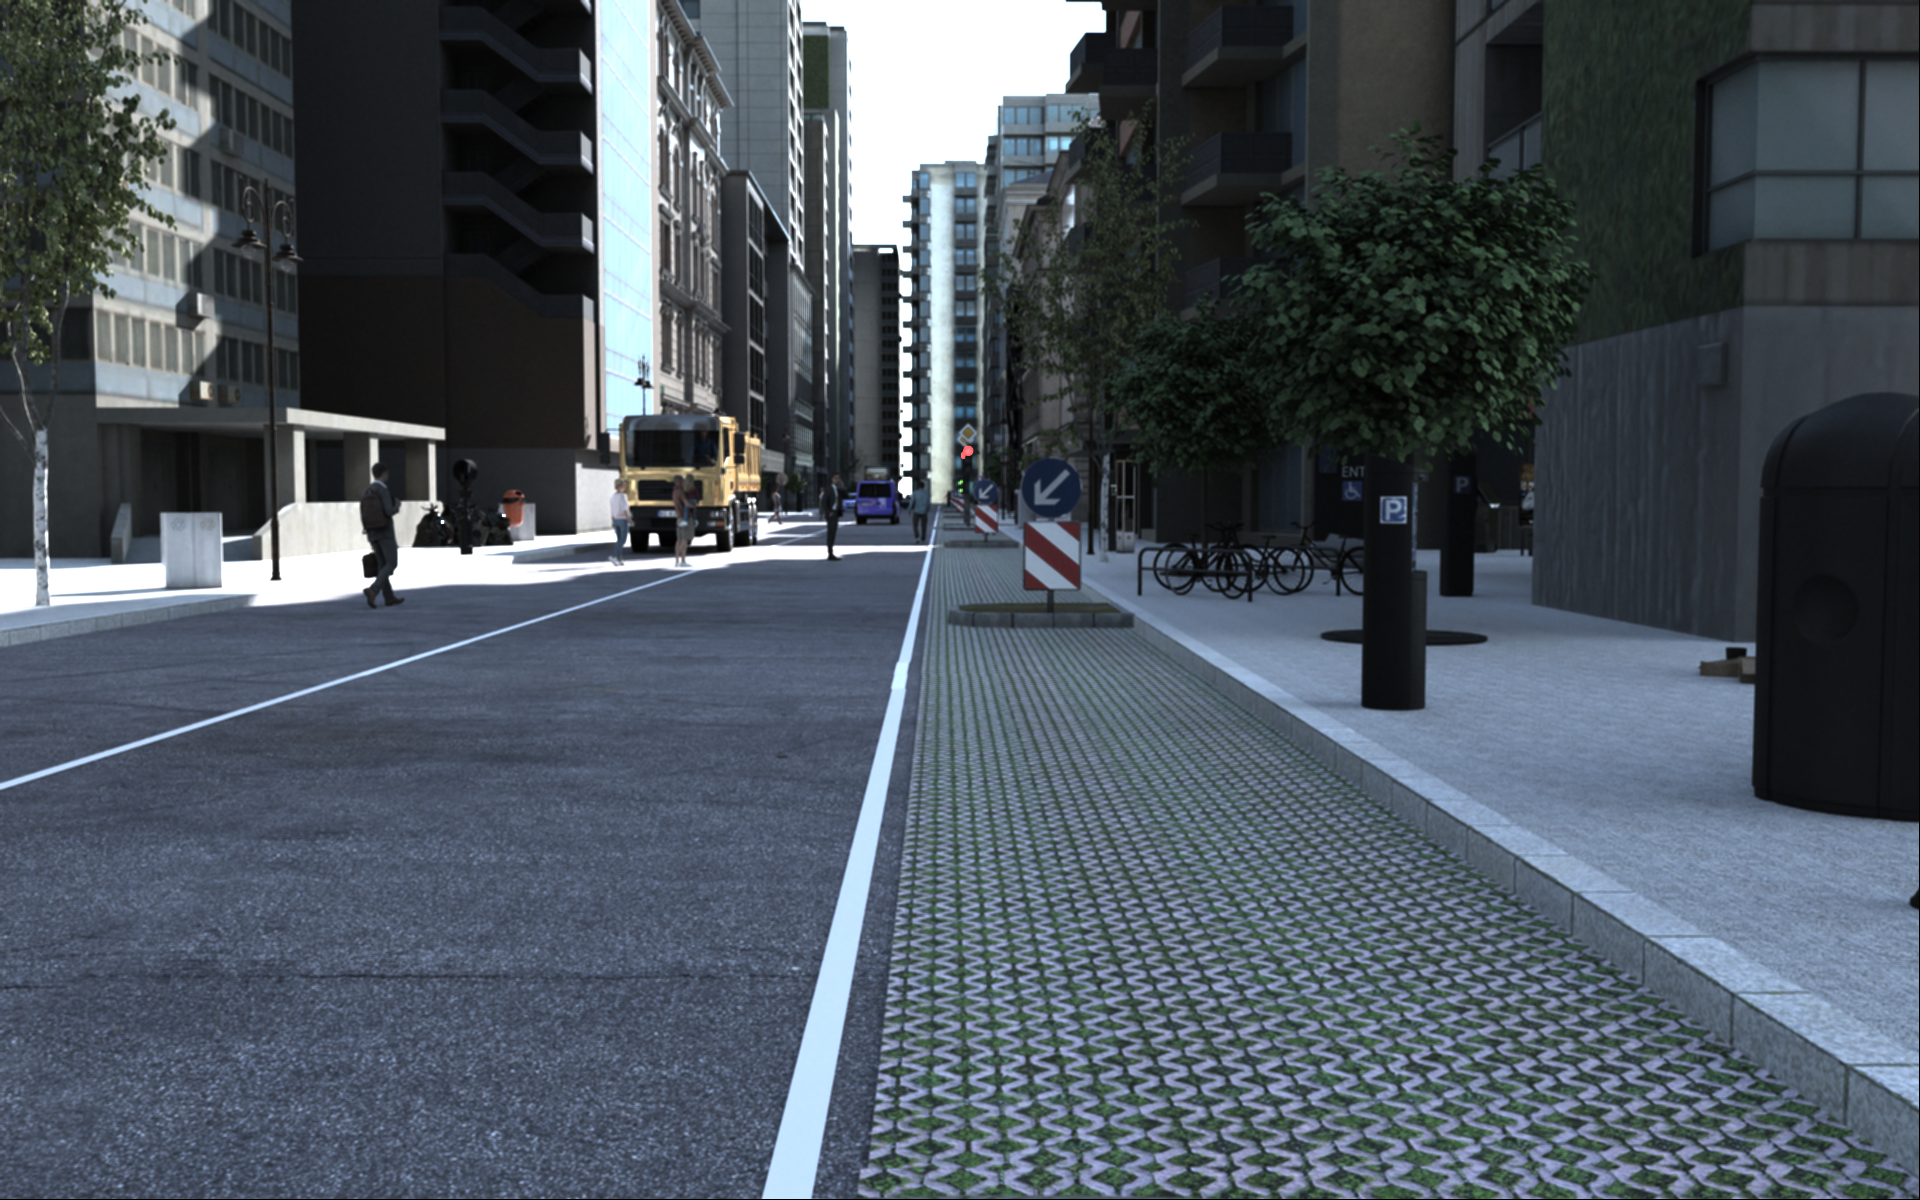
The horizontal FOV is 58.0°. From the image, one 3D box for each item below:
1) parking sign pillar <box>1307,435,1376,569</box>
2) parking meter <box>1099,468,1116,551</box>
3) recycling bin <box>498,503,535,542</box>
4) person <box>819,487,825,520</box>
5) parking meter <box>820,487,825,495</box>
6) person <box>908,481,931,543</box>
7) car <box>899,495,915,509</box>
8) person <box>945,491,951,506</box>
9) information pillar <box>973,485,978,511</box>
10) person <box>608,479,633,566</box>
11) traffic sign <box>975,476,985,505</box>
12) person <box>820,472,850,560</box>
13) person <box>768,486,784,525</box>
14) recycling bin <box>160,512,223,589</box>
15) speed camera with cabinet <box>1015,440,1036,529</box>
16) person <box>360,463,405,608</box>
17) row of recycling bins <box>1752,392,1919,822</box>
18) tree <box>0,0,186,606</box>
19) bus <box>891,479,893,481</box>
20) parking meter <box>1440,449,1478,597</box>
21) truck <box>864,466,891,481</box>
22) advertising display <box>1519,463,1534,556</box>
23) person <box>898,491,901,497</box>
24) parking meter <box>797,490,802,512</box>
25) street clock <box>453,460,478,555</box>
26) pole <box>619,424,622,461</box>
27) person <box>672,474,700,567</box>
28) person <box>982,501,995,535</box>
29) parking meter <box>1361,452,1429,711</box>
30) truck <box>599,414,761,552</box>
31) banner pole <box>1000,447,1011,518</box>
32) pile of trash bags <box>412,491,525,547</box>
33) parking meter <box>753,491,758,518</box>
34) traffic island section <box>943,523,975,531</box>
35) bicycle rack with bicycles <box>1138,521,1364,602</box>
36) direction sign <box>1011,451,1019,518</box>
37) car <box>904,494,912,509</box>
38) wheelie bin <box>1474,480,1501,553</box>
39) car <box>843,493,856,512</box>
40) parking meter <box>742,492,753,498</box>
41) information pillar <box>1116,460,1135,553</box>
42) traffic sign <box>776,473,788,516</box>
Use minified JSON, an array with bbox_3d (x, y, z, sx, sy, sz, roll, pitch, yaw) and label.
[{"bbox_3d":[6.846,-2.561,30.338,1.447,3.967,1.447,0,4,4],"label":"parking sign pillar"},{"bbox_3d":[3.343,-2.029,38.891,0.255,1.863,0.399,-2,4,-35],"label":"parking meter"},{"bbox_3d":[-12.056,-2.114,47.116,0.722,1.027,0.722,1,4,21],"label":"recycling bin"},{"bbox_3d":[-7.550,-5.327,95.829,0.641,1.798,0.478,2,4,33],"label":"person"},{"bbox_3d":[-10.932,-8.081,137.840,0.255,1.863,0.399,1,4,14],"label":"parking meter"},{"bbox_3d":[-1.168,-2.575,50.616,0.660,1.820,0.620,-1,4,-13],"label":"person"},{"bbox_3d":[-5.042,-9.165,162.435,1.945,1.354,3.894,0,4,0],"label":"car"},{"bbox_3d":[-1.356,-11.759,200.697,0.705,1.831,1.348,3,4,38],"label":"person"},{"bbox_3d":[1.187,-7.884,133.393,0.304,2.012,0.304,-2,4,-23],"label":"information pillar"},{"bbox_3d":[-6.788,-1.548,34.477,0.731,1.740,0.598,2,4,31],"label":"person"},{"bbox_3d":[1.449,-7.536,123.324,0.768,2.556,0.104,0,4,6],"label":"traffic sign"},{"bbox_3d":[-2.703,-1.823,37.669,0.474,1.900,0.648,2,4,24],"label":"person"},{"bbox_3d":[-8.553,-4.386,80.307,0.778,1.811,0.616,0,4,3],"label":"person"},{"bbox_3d":[-10.524,-0.683,23.721,0.722,1.027,0.722,-2,4,-28],"label":"recycling bin"},{"bbox_3d":[2.459,-4.275,64.238,0.660,3.252,2.038,0,4,-8],"label":"speed camera with cabinet"},{"bbox_3d":[-7.380,-0.828,22.007,0.622,1.834,0.822,2,4,27],"label":"person"},{"bbox_3d":[5.119,-0.017,7.388,3.534,1.692,1.069,-1,4,-12],"label":"row of recycling bins"},{"bbox_3d":[-10.766,-4.251,19.866,4.737,8.622,4.395,0,3,0],"label":"tree"},{"bbox_3d":[-9.196,-12.724,202.896,2.948,3.499,13.247,0,3,0],"label":"bus"},{"bbox_3d":[6.257,-0.979,21.725,0.399,1.863,0.255,0,4,-5],"label":"parking meter"},{"bbox_3d":[-8.323,-11.364,174.715,2.839,4.237,11.283,0,4,-1],"label":"truck"},{"bbox_3d":[11.902,-1.865,35.712,0.123,1.923,0.974,-1,4,-22],"label":"advertising display"},{"bbox_3d":[-7.026,-11.858,202.385,0.705,1.822,1.348,-1,4,-17],"label":"person"},{"bbox_3d":[-11.527,-7.255,124.333,0.255,1.863,0.399,2,4,35],"label":"parking meter"},{"bbox_3d":[-10.437,-1.958,36.578,0.471,2.002,0.358,1,4,22],"label":"street clock"},{"bbox_3d":[-9.771,-3.449,50.242,0.158,3.312,0.155,0,3,0],"label":"pole"},{"bbox_3d":[-5.401,-1.563,34.029,0.580,1.828,0.573,1,4,11],"label":"person"},{"bbox_3d":[0.993,-3.156,60.287,0.511,1.800,0.466,1,4,13],"label":"person"},{"bbox_3d":[2.611,-0.121,10.396,0.372,1.533,0.369,0,3,0],"label":"parking meter"},{"bbox_3d":[-6.917,-2.999,44.964,3.469,3.379,9.791,0,4,-1],"label":"truck"},{"bbox_3d":[2.473,-6.268,92.493,0.863,3.779,0.401,3,4,36],"label":"banner pole"},{"bbox_3d":[-11.951,-2.042,43.141,1.912,1.369,3.447,1,4,20],"label":"pile of trash bags"},{"bbox_3d":[-10.735,-5.006,90.251,0.372,1.533,0.369,0,3,0],"label":"parking meter"},{"bbox_3d":[0.344,-2.828,68.512,2.009,0.180,2.903,0,4,-1],"label":"traffic island section"},{"bbox_3d":[3.508,-0.529,22.034,2.852,0.926,2.925,-3,5,-41],"label":"bicycle rack with bicycles"},{"bbox_3d":[2.895,-6.059,91.067,0.379,3.537,0.876,-2,4,-25],"label":"direction sign"},{"bbox_3d":[-4.689,-9.983,172.259,2.155,1.783,4.494,0,4,0],"label":"car"},{"bbox_3d":[11.353,-1.832,37.856,0.693,1.594,0.980,3,5,39],"label":"wheelie bin"},{"bbox_3d":[-8.786,-8.001,140.407,1.945,1.707,3.694,0,4,-1],"label":"car"},{"bbox_3d":[-10.491,-4.685,85.014,0.372,1.533,0.369,0,3,0],"label":"parking meter"},{"bbox_3d":[3.598,-2.027,37.639,0.304,2.012,0.304,-2,4,-26],"label":"information pillar"},{"bbox_3d":[-10.570,-6.275,102.704,0.768,2.556,0.104,0,4,8],"label":"traffic sign"}]
